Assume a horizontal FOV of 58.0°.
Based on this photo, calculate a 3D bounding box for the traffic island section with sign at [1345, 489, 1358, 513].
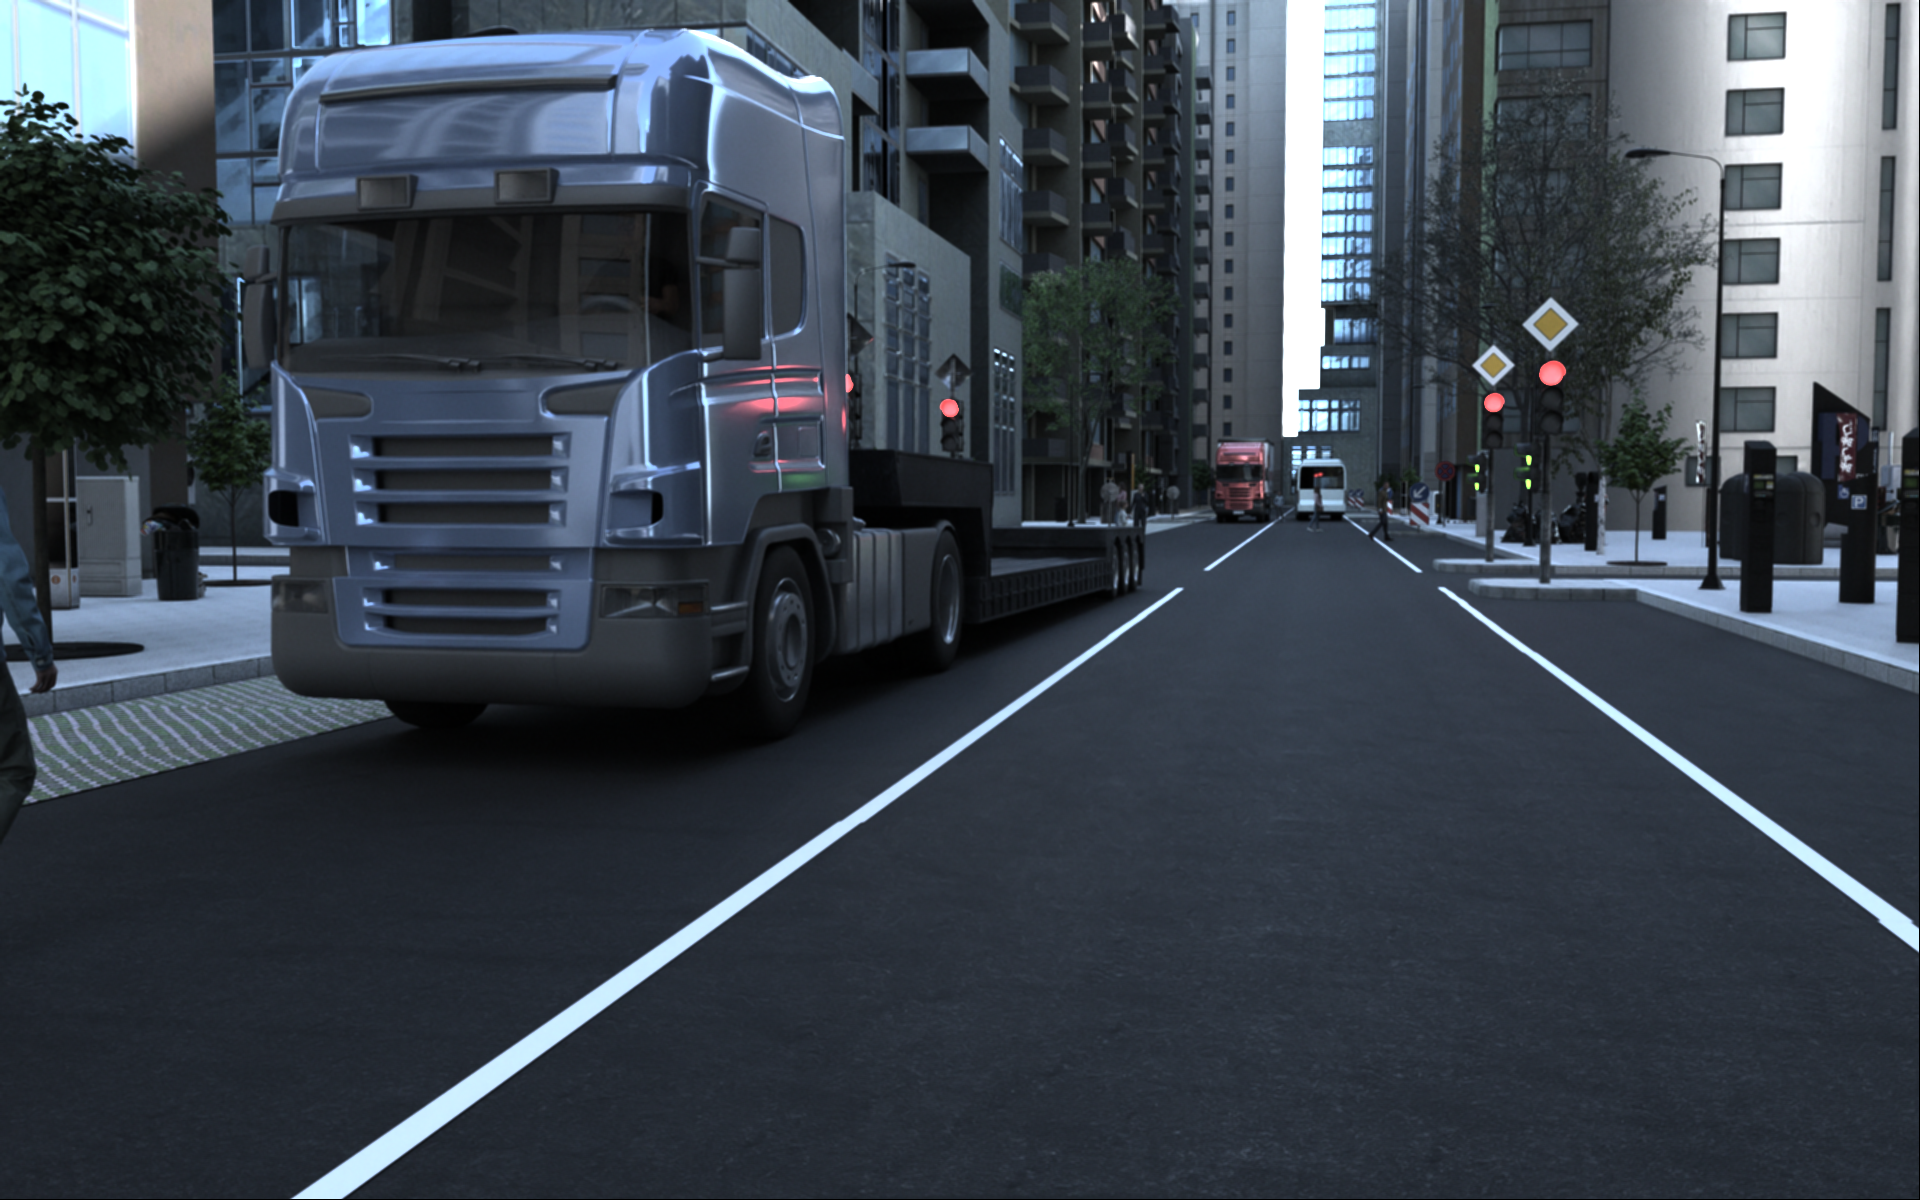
[{"bbox_3d":[30.411,-7.573,132.451,1.989,1.847,2.006,1,4,12],"label":"traffic island section with sign"}]

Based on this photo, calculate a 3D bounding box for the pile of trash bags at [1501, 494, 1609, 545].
[{"bbox_3d":[15.554,-2.138,44.707,1.912,1.369,3.447,-1,4,-16],"label":"pile of trash bags"}]

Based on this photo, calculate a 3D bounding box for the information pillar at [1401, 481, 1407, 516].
[{"bbox_3d":[25.854,-5.892,100.833,0.304,2.012,0.304,2,4,25],"label":"information pillar"}]

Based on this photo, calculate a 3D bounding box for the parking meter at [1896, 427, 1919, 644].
[{"bbox_3d":[8.288,-0.564,14.939,0.255,1.863,0.399,3,5,44],"label":"parking meter"}]

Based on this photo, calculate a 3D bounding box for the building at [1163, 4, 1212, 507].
[{"bbox_3d":[9.432,-33.860,173.213,30.456,49.044,23.786,1,4,12],"label":"building"}]

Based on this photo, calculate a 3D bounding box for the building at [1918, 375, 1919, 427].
[{"bbox_3d":[97.057,-30.714,156.796,28.867,44.769,22.147,1,4,12],"label":"building"}]

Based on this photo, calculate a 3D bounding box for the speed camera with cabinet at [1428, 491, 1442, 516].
[{"bbox_3d":[28.414,-6.542,101.303,2.038,3.252,0.660,-1,4,-17],"label":"speed camera with cabinet"}]

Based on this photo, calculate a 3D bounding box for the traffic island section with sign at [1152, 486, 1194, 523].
[{"bbox_3d":[10.563,-4.707,85.589,1.989,1.847,2.006,1,4,12],"label":"traffic island section with sign"}]

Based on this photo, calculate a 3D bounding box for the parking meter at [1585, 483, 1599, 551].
[{"bbox_3d":[14.339,-1.881,39.164,0.372,1.533,0.369,0,3,0],"label":"parking meter"}]

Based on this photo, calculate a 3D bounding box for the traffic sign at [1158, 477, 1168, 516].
[{"bbox_3d":[12.073,-6.187,103.286,0.606,2.300,0.079,1,4,16],"label":"traffic sign"}]

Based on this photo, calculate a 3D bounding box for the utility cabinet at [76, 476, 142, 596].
[{"bbox_3d":[-10.884,-0.796,21.687,1.173,1.500,0.318,1,4,11],"label":"utility cabinet"}]

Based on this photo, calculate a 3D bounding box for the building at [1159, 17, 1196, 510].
[{"bbox_3d":[12.167,-28.264,145.713,14.154,41.232,14.086,1,4,12],"label":"building"}]

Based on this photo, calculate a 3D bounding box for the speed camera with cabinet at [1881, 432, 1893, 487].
[{"bbox_3d":[29.941,-3.694,54.728,0.660,3.252,2.038,0,4,-3],"label":"speed camera with cabinet"}]

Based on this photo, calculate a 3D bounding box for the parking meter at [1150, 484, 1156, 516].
[{"bbox_3d":[11.175,-5.811,100.718,0.399,1.863,0.255,-3,5,-43],"label":"parking meter"}]

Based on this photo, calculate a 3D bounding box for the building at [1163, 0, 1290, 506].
[{"bbox_3d":[23.872,-40.415,202.778,28.212,58.520,21.231,1,4,12],"label":"building"}]

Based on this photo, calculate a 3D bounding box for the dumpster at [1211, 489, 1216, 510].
[{"bbox_3d":[20.701,-7.829,136.218,1.865,1.857,1.264,1,4,13],"label":"dumpster"}]

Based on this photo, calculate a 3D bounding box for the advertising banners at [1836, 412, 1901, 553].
[{"bbox_3d":[19.732,-2.513,37.268,2.074,3.025,0.090,-1,4,-9],"label":"advertising banners"}]

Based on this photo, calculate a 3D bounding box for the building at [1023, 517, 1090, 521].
[{"bbox_3d":[-2.058,-26.913,94.656,22.147,44.769,28.867,1,4,12],"label":"building"}]

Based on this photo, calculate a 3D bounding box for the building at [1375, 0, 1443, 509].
[{"bbox_3d":[50.144,-37.952,162.508,21.231,58.520,28.212,1,4,12],"label":"building"}]

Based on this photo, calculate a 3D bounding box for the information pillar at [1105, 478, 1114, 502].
[{"bbox_3d":[6.956,-4.654,80.587,0.304,2.012,0.304,3,4,36],"label":"information pillar"}]

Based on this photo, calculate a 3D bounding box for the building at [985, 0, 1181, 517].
[{"bbox_3d":[4.185,-28.791,125.352,22.147,44.769,28.867,1,4,12],"label":"building"}]

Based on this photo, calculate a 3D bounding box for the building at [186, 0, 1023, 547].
[{"bbox_3d":[-9.654,-45.217,51.966,22.319,86.520,31.000,1,4,12],"label":"building"}]

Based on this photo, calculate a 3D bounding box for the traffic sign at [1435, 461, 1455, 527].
[{"bbox_3d":[18.807,-4.104,67.204,0.768,2.556,0.104,1,4,13],"label":"traffic sign"}]

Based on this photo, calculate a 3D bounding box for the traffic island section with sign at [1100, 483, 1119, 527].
[{"bbox_3d":[5.102,-3.070,58.823,1.989,1.847,2.006,1,4,12],"label":"traffic island section with sign"}]

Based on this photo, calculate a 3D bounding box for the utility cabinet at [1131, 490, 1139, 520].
[{"bbox_3d":[8.769,-4.753,86.389,0.318,1.500,1.173,1,4,17],"label":"utility cabinet"}]

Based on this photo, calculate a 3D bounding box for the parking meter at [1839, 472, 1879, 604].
[{"bbox_3d":[10.597,-0.735,20.424,0.372,1.533,0.369,0,3,0],"label":"parking meter"}]

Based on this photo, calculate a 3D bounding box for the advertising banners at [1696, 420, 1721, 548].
[{"bbox_3d":[18.158,-2.789,41.784,2.074,3.025,0.090,-3,5,-44],"label":"advertising banners"}]

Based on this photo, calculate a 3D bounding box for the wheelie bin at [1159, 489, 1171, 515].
[{"bbox_3d":[12.870,-6.166,108.715,0.693,1.594,0.980,1,4,22],"label":"wheelie bin"}]

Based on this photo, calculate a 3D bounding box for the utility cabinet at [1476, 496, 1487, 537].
[{"bbox_3d":[15.665,-2.502,52.066,0.306,1.237,1.020,1,4,18],"label":"utility cabinet"}]

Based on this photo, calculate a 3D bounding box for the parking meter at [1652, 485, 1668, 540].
[{"bbox_3d":[19.808,-2.484,49.020,0.372,1.533,0.369,0,3,0],"label":"parking meter"}]

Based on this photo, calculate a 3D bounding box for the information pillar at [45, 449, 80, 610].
[{"bbox_3d":[-9.997,-0.900,19.209,0.304,2.012,0.304,-1,4,-8],"label":"information pillar"}]

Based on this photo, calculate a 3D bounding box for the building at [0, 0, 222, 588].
[{"bbox_3d":[-19.883,-22.658,20.571,14.200,45.320,14.600,1,4,12],"label":"building"}]

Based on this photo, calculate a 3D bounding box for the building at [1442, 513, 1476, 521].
[{"bbox_3d":[31.806,-26.714,86.879,14.600,45.320,14.200,1,4,12],"label":"building"}]

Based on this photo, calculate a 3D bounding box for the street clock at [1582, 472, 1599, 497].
[{"bbox_3d":[20.461,-3.143,55.965,0.358,2.002,0.471,0,4,-3],"label":"street clock"}]

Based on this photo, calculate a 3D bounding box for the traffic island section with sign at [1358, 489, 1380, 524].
[{"bbox_3d":[20.587,-4.631,84.350,1.989,1.847,2.006,1,4,12],"label":"traffic island section with sign"}]

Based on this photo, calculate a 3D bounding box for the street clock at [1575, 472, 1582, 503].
[{"bbox_3d":[20.642,-3.244,57.603,0.358,2.002,0.471,0,4,-2],"label":"street clock"}]

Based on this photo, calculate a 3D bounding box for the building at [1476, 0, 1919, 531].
[{"bbox_3d":[26.996,-23.354,65.426,14.154,41.232,14.086,1,4,12],"label":"building"}]

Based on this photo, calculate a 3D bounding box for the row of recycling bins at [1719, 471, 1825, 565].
[{"bbox_3d":[15.394,-1.583,32.992,1.069,1.692,3.534,0,4,5],"label":"row of recycling bins"}]

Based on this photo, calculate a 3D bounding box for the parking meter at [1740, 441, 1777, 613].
[{"bbox_3d":[8.661,-0.800,18.794,0.255,1.863,0.399,1,4,11],"label":"parking meter"}]

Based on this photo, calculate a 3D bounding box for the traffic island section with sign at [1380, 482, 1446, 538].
[{"bbox_3d":[15.195,-3.013,57.883,1.989,1.847,2.006,1,4,12],"label":"traffic island section with sign"}]

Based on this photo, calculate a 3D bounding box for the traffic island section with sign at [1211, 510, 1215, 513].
[{"bbox_3d":[20.548,-7.694,134.423,1.989,1.847,2.006,1,4,12],"label":"traffic island section with sign"}]

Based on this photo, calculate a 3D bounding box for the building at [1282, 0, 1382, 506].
[{"bbox_3d":[53.045,-54.076,196.819,31.000,86.520,22.319,1,4,12],"label":"building"}]

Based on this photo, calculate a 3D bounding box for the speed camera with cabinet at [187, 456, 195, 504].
[{"bbox_3d":[-17.723,-2.704,38.551,0.660,3.252,2.038,0,4,-1],"label":"speed camera with cabinet"}]

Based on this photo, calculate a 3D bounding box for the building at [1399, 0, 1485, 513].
[{"bbox_3d":[43.971,-30.102,142.280,14.600,45.320,14.200,1,4,12],"label":"building"}]
